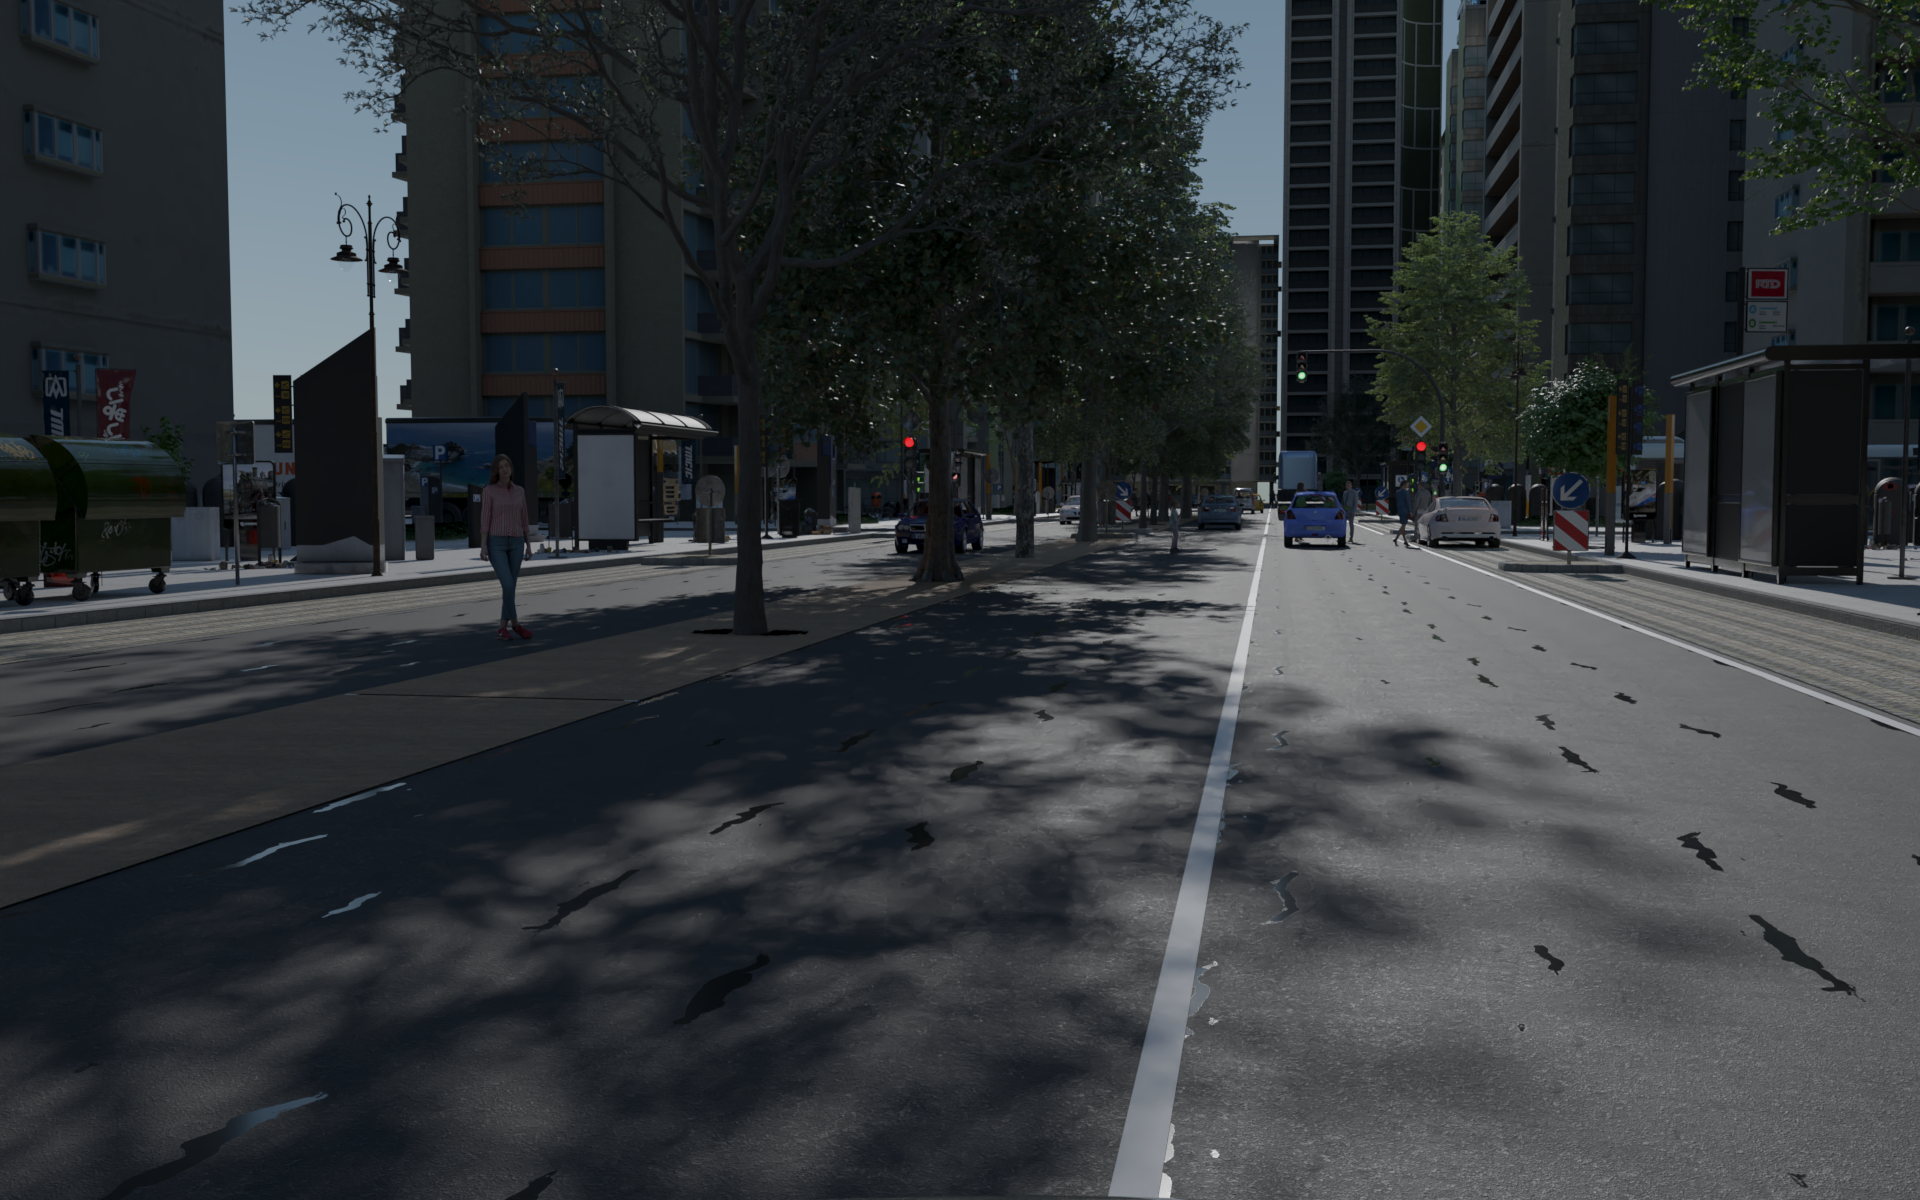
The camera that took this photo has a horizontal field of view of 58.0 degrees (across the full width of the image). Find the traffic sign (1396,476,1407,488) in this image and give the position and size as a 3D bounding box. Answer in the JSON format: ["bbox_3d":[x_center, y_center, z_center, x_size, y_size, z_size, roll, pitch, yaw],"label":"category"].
[{"bbox_3d":[23.884,-5.606,93.782,0.606,2.300,0.079,1,4,14],"label":"traffic sign"}]

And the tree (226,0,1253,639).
[{"bbox_3d":[-2.130,-6.375,17.061,12.009,13.543,11.850,0,3,0],"label":"tree"}]

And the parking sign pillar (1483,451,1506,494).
[{"bbox_3d":[32.652,-7.178,105.837,1.447,3.967,1.447,-1,4,-15],"label":"parking sign pillar"}]

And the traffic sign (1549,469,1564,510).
[{"bbox_3d":[16.836,-2.959,48.375,0.884,2.594,0.081,1,4,11],"label":"traffic sign"}]

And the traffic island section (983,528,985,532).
[{"bbox_3d":[-0.214,-2.624,65.179,2.009,0.180,2.903,1,4,10],"label":"traffic island section"}]

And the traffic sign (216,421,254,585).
[{"bbox_3d":[-10.202,-1.362,24.399,0.606,2.300,0.079,1,4,15],"label":"traffic sign"}]

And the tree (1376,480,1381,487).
[{"bbox_3d":[31.885,-8.263,129.698,1.663,3.219,1.824,0,3,0],"label":"tree"}]

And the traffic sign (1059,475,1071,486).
[{"bbox_3d":[7.227,-7.318,119.647,0.884,2.594,0.081,1,4,17],"label":"traffic sign"}]

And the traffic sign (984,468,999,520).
[{"bbox_3d":[1.540,-5.229,85.597,0.768,2.556,0.104,1,4,15],"label":"traffic sign"}]

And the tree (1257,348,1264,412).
[{"bbox_3d":[13.024,-11.677,100.023,9.857,13.997,8.962,0,3,0],"label":"tree"}]

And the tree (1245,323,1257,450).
[{"bbox_3d":[10.501,-11.015,89.202,9.857,13.997,8.962,0,3,0],"label":"tree"}]

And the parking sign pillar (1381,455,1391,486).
[{"bbox_3d":[29.204,-7.925,118.038,1.447,3.967,1.447,-1,4,-15],"label":"parking sign pillar"}]

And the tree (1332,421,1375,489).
[{"bbox_3d":[35.989,-12.688,157.814,4.360,8.622,3.978,0,3,0],"label":"tree"}]

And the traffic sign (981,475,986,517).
[{"bbox_3d":[1.417,-5.697,95.269,0.606,2.300,0.079,1,4,11],"label":"traffic sign"}]

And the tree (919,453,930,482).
[{"bbox_3d":[-1.469,-7.893,112.765,4.285,4.588,4.351,0,3,0],"label":"tree"}]

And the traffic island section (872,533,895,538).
[{"bbox_3d":[-1.636,-2.143,57.321,2.009,0.180,2.903,1,4,10],"label":"traffic island section"}]

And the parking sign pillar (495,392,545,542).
[{"bbox_3d":[-11.861,-3.537,46.296,1.447,3.967,1.447,3,5,40],"label":"parking sign pillar"}]

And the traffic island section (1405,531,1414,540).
[{"bbox_3d":[15.084,-1.958,54.301,2.009,0.180,2.903,1,4,10],"label":"traffic island section"}]

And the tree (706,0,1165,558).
[{"bbox_3d":[0.408,-11.062,39.202,12.611,20.169,13.585,0,3,0],"label":"tree"}]

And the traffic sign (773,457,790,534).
[{"bbox_3d":[-5.775,-3.358,55.015,0.768,2.556,0.104,1,4,15],"label":"traffic sign"}]

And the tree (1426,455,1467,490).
[{"bbox_3d":[34.149,-8.512,122.892,4.285,4.588,4.351,0,3,0],"label":"tree"}]

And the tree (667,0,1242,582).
[{"bbox_3d":[-0.316,-6.650,28.189,9.611,12.733,9.660,0,3,0],"label":"tree"}]

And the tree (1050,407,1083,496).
[{"bbox_3d":[8.251,-10.910,128.736,4.360,8.622,3.978,0,3,0],"label":"tree"}]

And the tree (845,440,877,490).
[{"bbox_3d":[-7.025,-10.092,115.366,4.360,8.622,3.978,0,3,0],"label":"tree"}]

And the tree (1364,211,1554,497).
[{"bbox_3d":[19.835,-9.307,70.293,7.486,12.596,7.792,0,3,0],"label":"tree"}]

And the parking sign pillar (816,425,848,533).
[{"bbox_3d":[-4.441,-4.233,57.688,1.447,3.967,1.447,0,4,5],"label":"parking sign pillar"}]

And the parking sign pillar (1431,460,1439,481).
[{"bbox_3d":[26.607,-6.617,96.666,1.447,3.967,1.447,2,4,25],"label":"parking sign pillar"}]

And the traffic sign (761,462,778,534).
[{"bbox_3d":[-5.912,-3.219,52.736,0.768,2.556,0.104,1,4,17],"label":"traffic sign"}]

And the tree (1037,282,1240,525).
[{"bbox_3d":[8.981,-9.233,79.166,9.928,11.665,9.643,0,3,0],"label":"tree"}]

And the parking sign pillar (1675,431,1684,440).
[{"bbox_3d":[28.738,-4.982,69.928,1.447,3.967,1.447,2,4,29],"label":"parking sign pillar"}]

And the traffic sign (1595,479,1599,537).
[{"bbox_3d":[19.194,-3.182,52.133,0.768,2.556,0.104,1,4,18],"label":"traffic sign"}]

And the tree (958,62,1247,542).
[{"bbox_3d":[3.823,-8.725,51.769,9.857,13.997,8.962,0,3,0],"label":"tree"}]

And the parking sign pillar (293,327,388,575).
[{"bbox_3d":[-10.083,-2.425,28.113,1.447,3.967,1.447,0,4,-3],"label":"parking sign pillar"}]

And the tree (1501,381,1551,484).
[{"bbox_3d":[36.733,-9.801,110.603,4.737,8.622,4.395,0,3,0],"label":"tree"}]

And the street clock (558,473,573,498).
[{"bbox_3d":[-13.465,-3.340,59.185,0.471,2.002,0.358,0,4,8],"label":"street clock"}]

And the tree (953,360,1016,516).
[{"bbox_3d":[3.288,-10.815,102.581,9.928,11.665,9.643,0,3,0],"label":"tree"}]

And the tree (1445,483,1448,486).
[{"bbox_3d":[32.287,-7.521,117.562,1.663,3.219,1.824,0,3,0],"label":"tree"}]

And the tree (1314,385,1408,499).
[{"bbox_3d":[34.203,-13.040,147.615,8.767,10.594,7.601,1,4,21],"label":"tree"}]

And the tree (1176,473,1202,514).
[{"bbox_3d":[17.246,-10.533,125.036,4.360,8.622,3.978,0,3,0],"label":"tree"}]

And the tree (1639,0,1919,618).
[{"bbox_3d":[10.709,-5.611,17.489,9.928,11.665,9.643,0,3,0],"label":"tree"}]

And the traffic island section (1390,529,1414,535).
[{"bbox_3d":[16.506,-2.439,62.159,2.009,0.180,2.903,1,4,10],"label":"traffic island section"}]

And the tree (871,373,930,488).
[{"bbox_3d":[-2.097,-7.351,70.544,4.737,8.622,4.395,0,3,0],"label":"tree"}]

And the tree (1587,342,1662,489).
[{"bbox_3d":[32.185,-8.234,84.995,4.737,8.622,4.395,0,3,0],"label":"tree"}]

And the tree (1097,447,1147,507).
[{"bbox_3d":[21.173,-16.232,199.800,7.601,10.594,8.767,3,5,42],"label":"tree"}]

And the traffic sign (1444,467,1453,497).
[{"bbox_3d":[23.435,-5.061,82.860,0.768,2.556,0.104,1,4,13],"label":"traffic sign"}]

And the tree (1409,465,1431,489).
[{"bbox_3d":[26.658,-6.433,99.784,1.663,3.219,1.824,0,3,0],"label":"tree"}]

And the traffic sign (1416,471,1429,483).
[{"bbox_3d":[25.495,-5.847,95.709,0.768,2.556,0.104,1,4,14],"label":"traffic sign"}]

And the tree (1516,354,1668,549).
[{"bbox_3d":[14.874,-3.501,40.949,4.285,4.588,4.351,0,3,0],"label":"tree"}]

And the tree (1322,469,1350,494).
[{"bbox_3d":[44.465,-13.553,205.300,4.285,4.588,4.351,0,3,0],"label":"tree"}]

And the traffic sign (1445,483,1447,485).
[{"bbox_3d":[27.428,-6.013,98.421,0.768,2.556,0.104,1,4,11],"label":"traffic sign"}]

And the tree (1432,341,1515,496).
[{"bbox_3d":[23.248,-7.901,79.551,4.360,8.622,3.978,0,3,0],"label":"tree"}]

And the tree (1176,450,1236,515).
[{"bbox_3d":[15.656,-12.110,118.587,7.486,12.596,7.792,0,3,0],"label":"tree"}]
